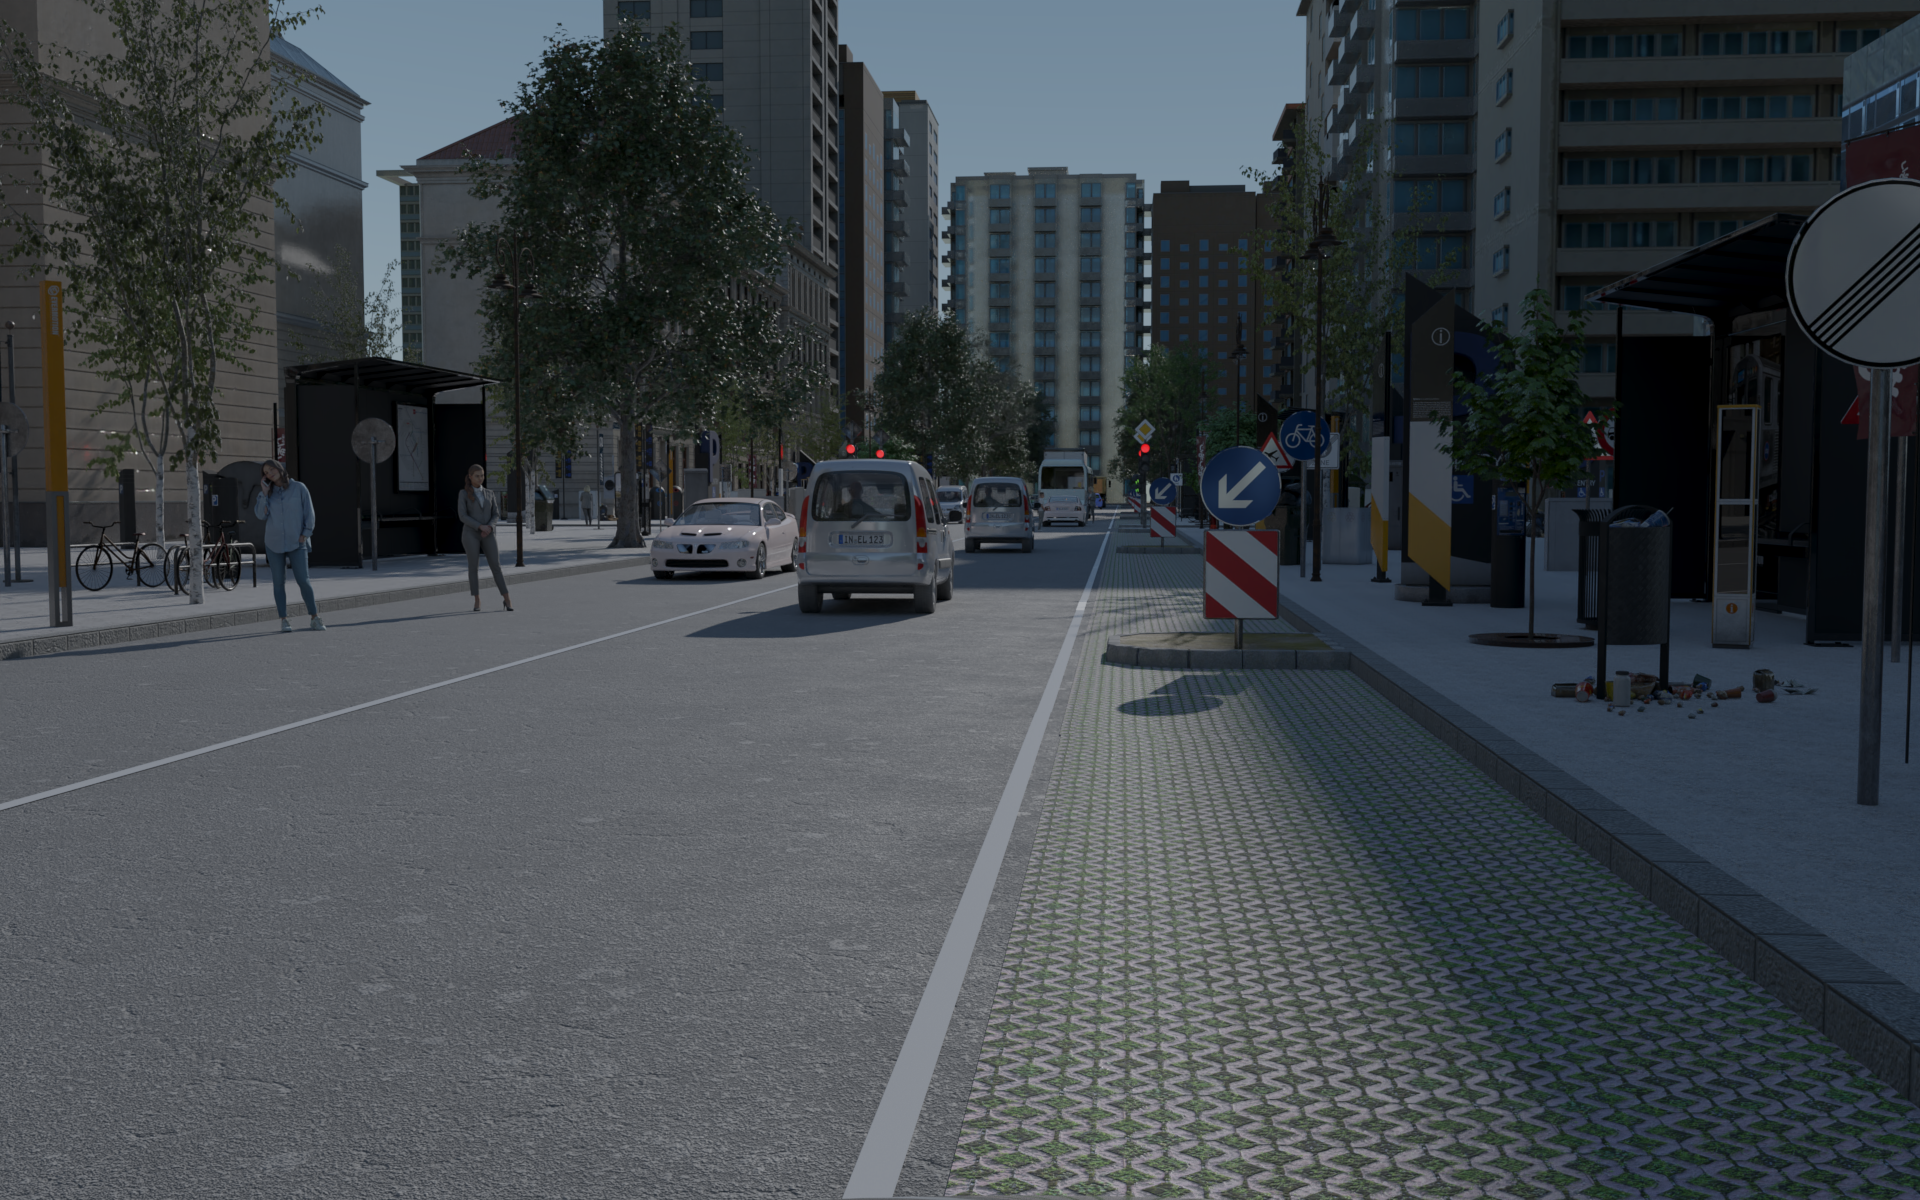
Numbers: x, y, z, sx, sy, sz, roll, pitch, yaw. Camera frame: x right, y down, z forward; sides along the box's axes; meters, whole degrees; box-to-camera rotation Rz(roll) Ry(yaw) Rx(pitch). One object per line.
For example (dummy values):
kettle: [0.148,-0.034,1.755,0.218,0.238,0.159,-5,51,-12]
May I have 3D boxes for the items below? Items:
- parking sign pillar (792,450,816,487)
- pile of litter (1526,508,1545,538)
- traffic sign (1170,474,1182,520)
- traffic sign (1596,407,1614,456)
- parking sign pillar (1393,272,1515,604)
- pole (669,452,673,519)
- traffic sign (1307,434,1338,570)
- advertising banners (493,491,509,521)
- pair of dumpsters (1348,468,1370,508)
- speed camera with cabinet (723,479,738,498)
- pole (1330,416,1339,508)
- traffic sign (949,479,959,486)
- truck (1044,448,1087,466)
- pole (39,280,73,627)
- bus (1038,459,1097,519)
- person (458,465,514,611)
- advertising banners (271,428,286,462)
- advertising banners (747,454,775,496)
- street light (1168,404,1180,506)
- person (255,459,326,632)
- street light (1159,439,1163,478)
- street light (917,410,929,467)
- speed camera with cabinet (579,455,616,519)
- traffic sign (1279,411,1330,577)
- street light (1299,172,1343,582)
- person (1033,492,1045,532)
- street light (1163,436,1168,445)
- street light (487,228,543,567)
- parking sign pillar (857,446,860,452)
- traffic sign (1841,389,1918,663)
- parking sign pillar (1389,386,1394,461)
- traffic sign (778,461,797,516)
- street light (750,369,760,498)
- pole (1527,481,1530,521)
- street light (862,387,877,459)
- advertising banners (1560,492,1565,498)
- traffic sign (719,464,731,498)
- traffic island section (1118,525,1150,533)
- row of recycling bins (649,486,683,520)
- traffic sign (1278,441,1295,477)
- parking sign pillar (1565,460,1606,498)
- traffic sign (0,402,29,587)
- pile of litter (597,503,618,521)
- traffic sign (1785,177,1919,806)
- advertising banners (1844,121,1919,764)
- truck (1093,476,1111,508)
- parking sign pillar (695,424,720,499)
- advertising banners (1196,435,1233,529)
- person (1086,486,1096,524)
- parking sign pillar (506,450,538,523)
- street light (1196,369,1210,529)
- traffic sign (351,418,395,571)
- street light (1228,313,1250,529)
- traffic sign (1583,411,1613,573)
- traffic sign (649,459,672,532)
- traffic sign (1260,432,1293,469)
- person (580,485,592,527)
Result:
parking sign pillar: [-9.308,-7.151,105.386,1.447,3.967,1.447,2,4,35]
pile of litter: [17.475,-2.291,51.424,1.719,0.858,1.176,-2,4,-34]
traffic sign: [10.749,-5.137,86.114,0.606,2.300,0.079,1,4,12]
traffic sign: [9.463,-1.508,24.769,0.768,2.556,0.104,0,4,7]
parking sign pillar: [5.999,-1.980,20.845,1.447,3.967,1.447,1,4,14]
pole: [-12.711,-5.031,76.096,0.158,3.312,0.155,0,3,0]
traffic sign: [6.035,-1.645,29.021,0.606,2.300,0.079,1,4,12]
advertising banners: [-22.735,-5.353,83.706,2.074,3.025,0.090,-1,4,-10]
pair of dumpsters: [12.768,-3.421,58.429,1.574,2.255,4.437,0,4,6]
speed camera with cabinet: [-11.888,-5.862,90.173,0.660,3.252,2.038,-3,5,-44]
pole: [9.806,-3.150,45.347,0.158,3.312,0.155,0,3,0]
traffic sign: [-0.381,-6.619,110.346,0.606,2.300,0.079,1,4,10]
truck: [6.872,-7.477,111.158,2.839,4.237,11.283,0,4,5]
pole: [-8.708,-1.397,16.681,0.158,3.312,0.155,0,3,0]
bus: [6.112,-6.309,98.011,2.948,3.499,13.247,0,4,6]
person: [-5.803,-0.759,21.176,0.573,1.790,0.520,3,4,37]
advertising banners: [-18.649,-3.029,45.716,2.074,3.025,0.090,0,4,2]
advertising banners: [-8.491,-4.893,76.188,2.074,3.025,0.090,-3,4,-38]
street light: [11.011,-7.080,88.553,0.468,5.910,1.993,0,4,5]
person: [-6.996,-0.571,18.095,0.793,1.790,0.793,-3,5,-39]
street light: [14.887,-9.487,127.896,0.468,5.910,1.993,0,4,5]
street light: [-1.985,-7.346,92.900,0.468,5.910,1.993,0,4,5]
speed camera with cabinet: [-18.340,-5.733,88.063,2.038,3.252,0.660,1,4,13]
traffic sign: [5.281,-1.620,26.601,0.768,2.556,0.104,0,4,6]
street light: [5.233,-3.210,25.272,0.468,5.910,1.993,0,4,5]
person: [3.051,-3.338,65.678,0.503,1.515,0.523,3,5,40]
street light: [13.111,-8.282,108.199,0.468,5.910,1.993,0,4,5]
street light: [-7.770,-3.524,30.409,0.468,5.910,1.993,0,4,5]
parking sign pillar: [-5.891,-6.482,94.458,1.447,3.967,1.447,2,4,29]
traffic sign: [7.130,-0.803,13.125,0.884,2.594,0.081,1,4,12]
parking sign pillar: [11.269,-3.362,43.446,1.447,3.967,1.447,-3,5,-40]
traffic sign: [-6.560,-4.023,65.883,0.768,2.556,0.104,1,4,12]
street light: [-5.974,-4.704,49.692,0.468,5.910,1.993,0,4,5]
pole: [26.083,-5.246,79.621,0.158,3.312,0.155,0,3,0]
street light: [-3.836,-6.185,73.912,0.468,5.910,1.993,0,4,5]
advertising banners: [28.573,-5.226,81.634,2.074,3.025,0.090,3,5,39]
traffic sign: [-8.128,-3.498,59.328,0.606,2.300,0.079,1,4,13]
traffic island section: [6.927,-2.599,64.772,2.009,0.180,2.903,0,4,5]
row of recycling bins: [-14.677,-4.848,86.380,3.534,1.692,1.069,-2,4,-26]
traffic sign: [7.617,-2.524,41.379,0.768,2.556,0.104,1,4,9]
parking sign pillar: [22.010,-4.433,60.956,1.447,3.967,1.447,-3,5,-39]
traffic sign: [-13.205,-1.458,23.945,0.768,2.556,0.104,1,4,13]
pile of litter: [-16.787,-4.202,82.666,1.176,0.858,1.719,0,4,6]
traffic sign: [3.756,-0.427,7.088,0.768,2.556,0.104,1,4,13]
advertising banners: [4.642,-0.702,7.658,0.090,3.025,2.074,-1,4,-14]
truck: [14.222,-11.488,183.754,3.469,3.379,9.791,0,4,6]
parking sign pillar: [-7.803,-3.978,53.506,1.447,3.967,1.447,0,4,8]
advertising banners: [7.543,-3.368,51.251,0.090,3.025,2.074,-2,4,-24]
person: [6.303,-4.574,83.467,0.537,1.800,0.526,3,5,43]
parking sign pillar: [-19.573,-5.444,77.477,1.447,3.967,1.447,0,4,-7]
street light: [8.945,-5.574,63.918,0.468,5.910,1.993,0,4,5]
traffic sign: [-9.800,-1.763,28.927,0.768,2.556,0.104,0,4,6]
street light: [7.108,-4.373,44.286,0.468,5.910,1.993,0,4,5]
traffic sign: [9.873,-1.665,27.234,0.884,2.594,0.081,1,4,11]
traffic sign: [-9.845,-3.409,56.928,0.795,2.450,0.064,1,4,10]
traffic sign: [6.512,-2.218,36.271,0.884,2.594,0.081,1,4,9]
person: [-15.567,-3.872,71.988,0.537,1.800,0.526,-2,4,-29]
